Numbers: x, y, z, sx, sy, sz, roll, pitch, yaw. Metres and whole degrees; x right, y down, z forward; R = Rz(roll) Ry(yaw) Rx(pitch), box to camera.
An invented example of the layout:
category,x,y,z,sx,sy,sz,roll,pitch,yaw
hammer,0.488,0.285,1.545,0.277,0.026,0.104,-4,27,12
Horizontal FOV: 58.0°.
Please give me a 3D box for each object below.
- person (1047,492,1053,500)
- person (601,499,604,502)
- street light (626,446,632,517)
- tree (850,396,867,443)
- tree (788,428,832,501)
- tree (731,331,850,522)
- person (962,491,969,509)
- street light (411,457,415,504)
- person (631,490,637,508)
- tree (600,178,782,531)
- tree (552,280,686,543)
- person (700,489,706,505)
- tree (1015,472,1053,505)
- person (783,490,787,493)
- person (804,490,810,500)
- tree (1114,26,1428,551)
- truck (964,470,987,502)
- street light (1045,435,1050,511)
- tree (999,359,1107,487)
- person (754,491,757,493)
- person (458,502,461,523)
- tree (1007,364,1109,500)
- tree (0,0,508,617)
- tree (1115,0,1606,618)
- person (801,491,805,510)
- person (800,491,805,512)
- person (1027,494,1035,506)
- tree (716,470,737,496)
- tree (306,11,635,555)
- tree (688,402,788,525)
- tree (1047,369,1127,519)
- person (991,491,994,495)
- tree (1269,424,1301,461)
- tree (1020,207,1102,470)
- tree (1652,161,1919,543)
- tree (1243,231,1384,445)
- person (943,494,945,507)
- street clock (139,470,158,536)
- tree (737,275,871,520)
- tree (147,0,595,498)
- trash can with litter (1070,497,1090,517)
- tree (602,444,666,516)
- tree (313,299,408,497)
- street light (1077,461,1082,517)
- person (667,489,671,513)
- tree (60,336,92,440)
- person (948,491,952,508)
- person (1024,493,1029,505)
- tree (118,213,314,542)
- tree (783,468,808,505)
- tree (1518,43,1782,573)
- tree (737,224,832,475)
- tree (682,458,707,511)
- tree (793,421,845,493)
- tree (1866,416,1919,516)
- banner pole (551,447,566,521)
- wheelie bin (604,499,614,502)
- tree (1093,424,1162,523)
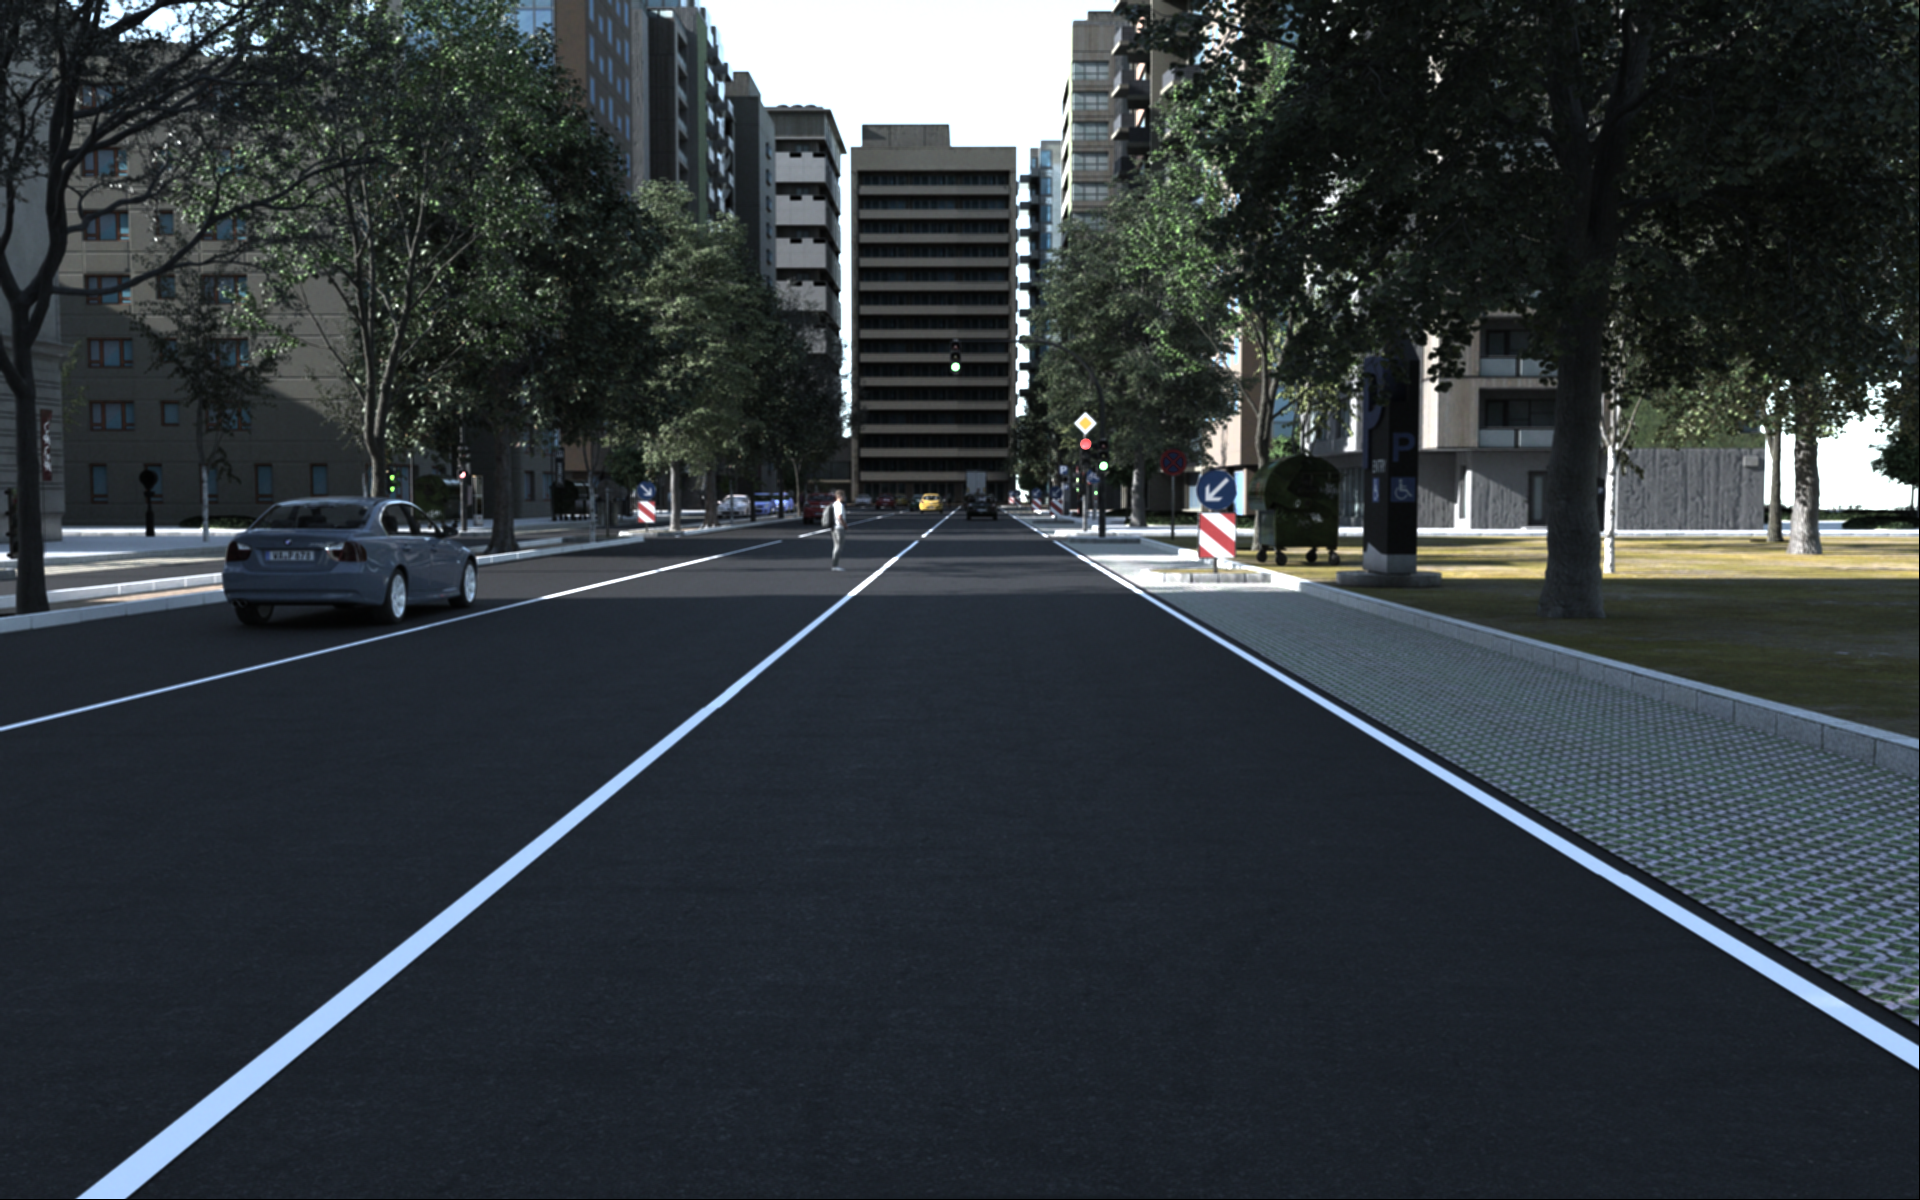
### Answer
category,x,y,z,sx,sy,sz,roll,pitch,yaw
person,8.672,-9.730,165.931,0.742,1.727,0.445,-3,4,-36
person,-19.053,-5.286,92.685,0.699,1.804,1.509,1,4,19
street light,-18.176,-7.656,97.714,1.470,5.913,1.316,0,4,1
tree,-9.863,-10.395,106.829,8.767,10.594,7.601,0,4,1
tree,-10.032,-9.806,113.147,4.737,8.622,4.395,0,3,0
tree,-10.257,-9.133,86.195,8.767,10.594,7.601,0,4,1
person,0.518,-9.489,164.369,0.721,1.736,1.217,-2,4,-27
street light,-18.516,-5.364,60.236,1.470,5.913,1.316,0,4,1
person,-24.188,-7.480,128.437,0.850,1.850,0.679,-1,4,-10
tree,-10.349,-8.673,62.388,7.486,12.596,7.792,0,3,0
tree,-10.427,-5.875,48.874,4.737,8.622,4.395,0,3,0
person,-20.770,-8.136,139.792,0.721,1.736,1.217,1,4,8
tree,7.790,-13.020,196.597,4.285,4.588,4.351,0,3,0
person,-18.562,-10.865,184.140,0.683,1.767,0.568,1,4,23
person,-12.678,-8.258,144.227,0.721,1.736,1.217,1,4,19
tree,6.941,-6.926,39.004,9.928,11.665,9.643,0,3,0
truck,1.884,-13.240,205.389,2.839,4.237,11.283,0,4,0
street light,6.329,-9.832,133.302,1.470,5.913,1.316,0,4,1
tree,7.981,-13.713,141.210,9.611,12.733,9.660,0,3,0
person,-20.223,-10.045,170.719,0.683,1.767,0.568,0,4,5
person,-22.090,-4.295,76.538,0.793,1.790,0.793,-3,4,-37
tree,6.704,-11.273,118.732,7.601,10.594,8.767,0,4,-2
tree,-10.665,-6.520,19.423,12.009,13.543,11.850,0,3,0
tree,6.536,-6.798,17.800,9.857,13.997,8.962,0,3,0
person,-13.462,-8.470,147.534,0.990,1.755,0.434,3,4,38
person,-12.618,-7.886,138.114,0.721,1.739,1.217,2,4,26
person,8.143,-11.394,192.351,1.348,1.821,0.705,2,4,27
tree,-18.532,-8.797,138.434,1.663,3.219,1.824,0,3,0
tree,-10.847,-7.429,40.931,9.611,12.733,9.660,0,3,0
tree,-10.530,-7.764,79.757,4.737,8.622,4.395,0,3,0
tree,6.689,-8.444,88.415,4.737,8.622,4.395,0,3,0
person,3.248,-10.477,180.588,0.721,1.735,1.217,1,4,11
tree,15.844,-5.994,81.711,4.285,4.588,4.351,0,3,0
tree,7.051,-9.849,67.687,9.857,13.997,8.962,0,3,0
tree,21.633,-7.357,46.044,9.928,11.665,9.643,0,3,0
tree,9.635,-5.950,47.640,4.737,8.622,4.395,0,3,0
person,-1.730,-11.265,195.902,0.599,1.433,0.991,0,4,0
street clock,-24.535,-2.927,52.423,0.471,2.002,0.358,0,3,0
tree,-10.012,-11.242,96.627,12.009,13.543,11.850,0,3,0
tree,-10.508,-6.293,31.109,9.928,11.665,9.643,0,3,0
trash can with litter,6.840,-5.351,98.875,1.055,1.170,0.624,-2,4,-31
tree,-19.464,-7.253,102.303,4.285,4.588,4.351,0,3,0
tree,-22.386,-7.009,64.960,4.360,8.622,3.978,0,3,0
street light,6.090,-7.540,95.823,1.470,5.913,1.316,0,4,1
person,-20.226,-6.892,120.532,0.330,1.601,0.589,1,4,18
tree,-33.957,-6.874,62.760,4.737,8.622,4.395,0,3,0
person,-1.006,-10.528,181.425,0.721,1.735,1.217,1,4,15
person,7.927,-12.062,206.482,0.421,1.427,0.697,3,5,44
tree,-19.999,-5.867,46.287,4.360,8.622,3.978,0,3,0
tree,-18.958,-13.161,198.888,4.285,4.588,4.351,0,3,0
tree,10.832,-4.746,27.963,4.360,8.622,3.978,0,3,0
tree,-10.228,-9.269,71.015,9.611,12.733,9.660,0,3,0
tree,-19.567,-11.004,130.279,4.360,8.622,3.978,0,3,0
tree,-9.946,-10.185,119.339,4.360,8.622,3.978,0,3,0
tree,38.691,-5.287,70.160,4.285,4.588,4.351,0,3,0
banner pole,-18.990,-5.600,81.581,0.863,3.779,0.401,-2,4,-34
wheelie bin,-19.150,-5.271,94.088,0.693,1.594,0.980,0,4,3
tree,7.406,-5.742,77.589,4.285,4.588,4.351,0,3,0
